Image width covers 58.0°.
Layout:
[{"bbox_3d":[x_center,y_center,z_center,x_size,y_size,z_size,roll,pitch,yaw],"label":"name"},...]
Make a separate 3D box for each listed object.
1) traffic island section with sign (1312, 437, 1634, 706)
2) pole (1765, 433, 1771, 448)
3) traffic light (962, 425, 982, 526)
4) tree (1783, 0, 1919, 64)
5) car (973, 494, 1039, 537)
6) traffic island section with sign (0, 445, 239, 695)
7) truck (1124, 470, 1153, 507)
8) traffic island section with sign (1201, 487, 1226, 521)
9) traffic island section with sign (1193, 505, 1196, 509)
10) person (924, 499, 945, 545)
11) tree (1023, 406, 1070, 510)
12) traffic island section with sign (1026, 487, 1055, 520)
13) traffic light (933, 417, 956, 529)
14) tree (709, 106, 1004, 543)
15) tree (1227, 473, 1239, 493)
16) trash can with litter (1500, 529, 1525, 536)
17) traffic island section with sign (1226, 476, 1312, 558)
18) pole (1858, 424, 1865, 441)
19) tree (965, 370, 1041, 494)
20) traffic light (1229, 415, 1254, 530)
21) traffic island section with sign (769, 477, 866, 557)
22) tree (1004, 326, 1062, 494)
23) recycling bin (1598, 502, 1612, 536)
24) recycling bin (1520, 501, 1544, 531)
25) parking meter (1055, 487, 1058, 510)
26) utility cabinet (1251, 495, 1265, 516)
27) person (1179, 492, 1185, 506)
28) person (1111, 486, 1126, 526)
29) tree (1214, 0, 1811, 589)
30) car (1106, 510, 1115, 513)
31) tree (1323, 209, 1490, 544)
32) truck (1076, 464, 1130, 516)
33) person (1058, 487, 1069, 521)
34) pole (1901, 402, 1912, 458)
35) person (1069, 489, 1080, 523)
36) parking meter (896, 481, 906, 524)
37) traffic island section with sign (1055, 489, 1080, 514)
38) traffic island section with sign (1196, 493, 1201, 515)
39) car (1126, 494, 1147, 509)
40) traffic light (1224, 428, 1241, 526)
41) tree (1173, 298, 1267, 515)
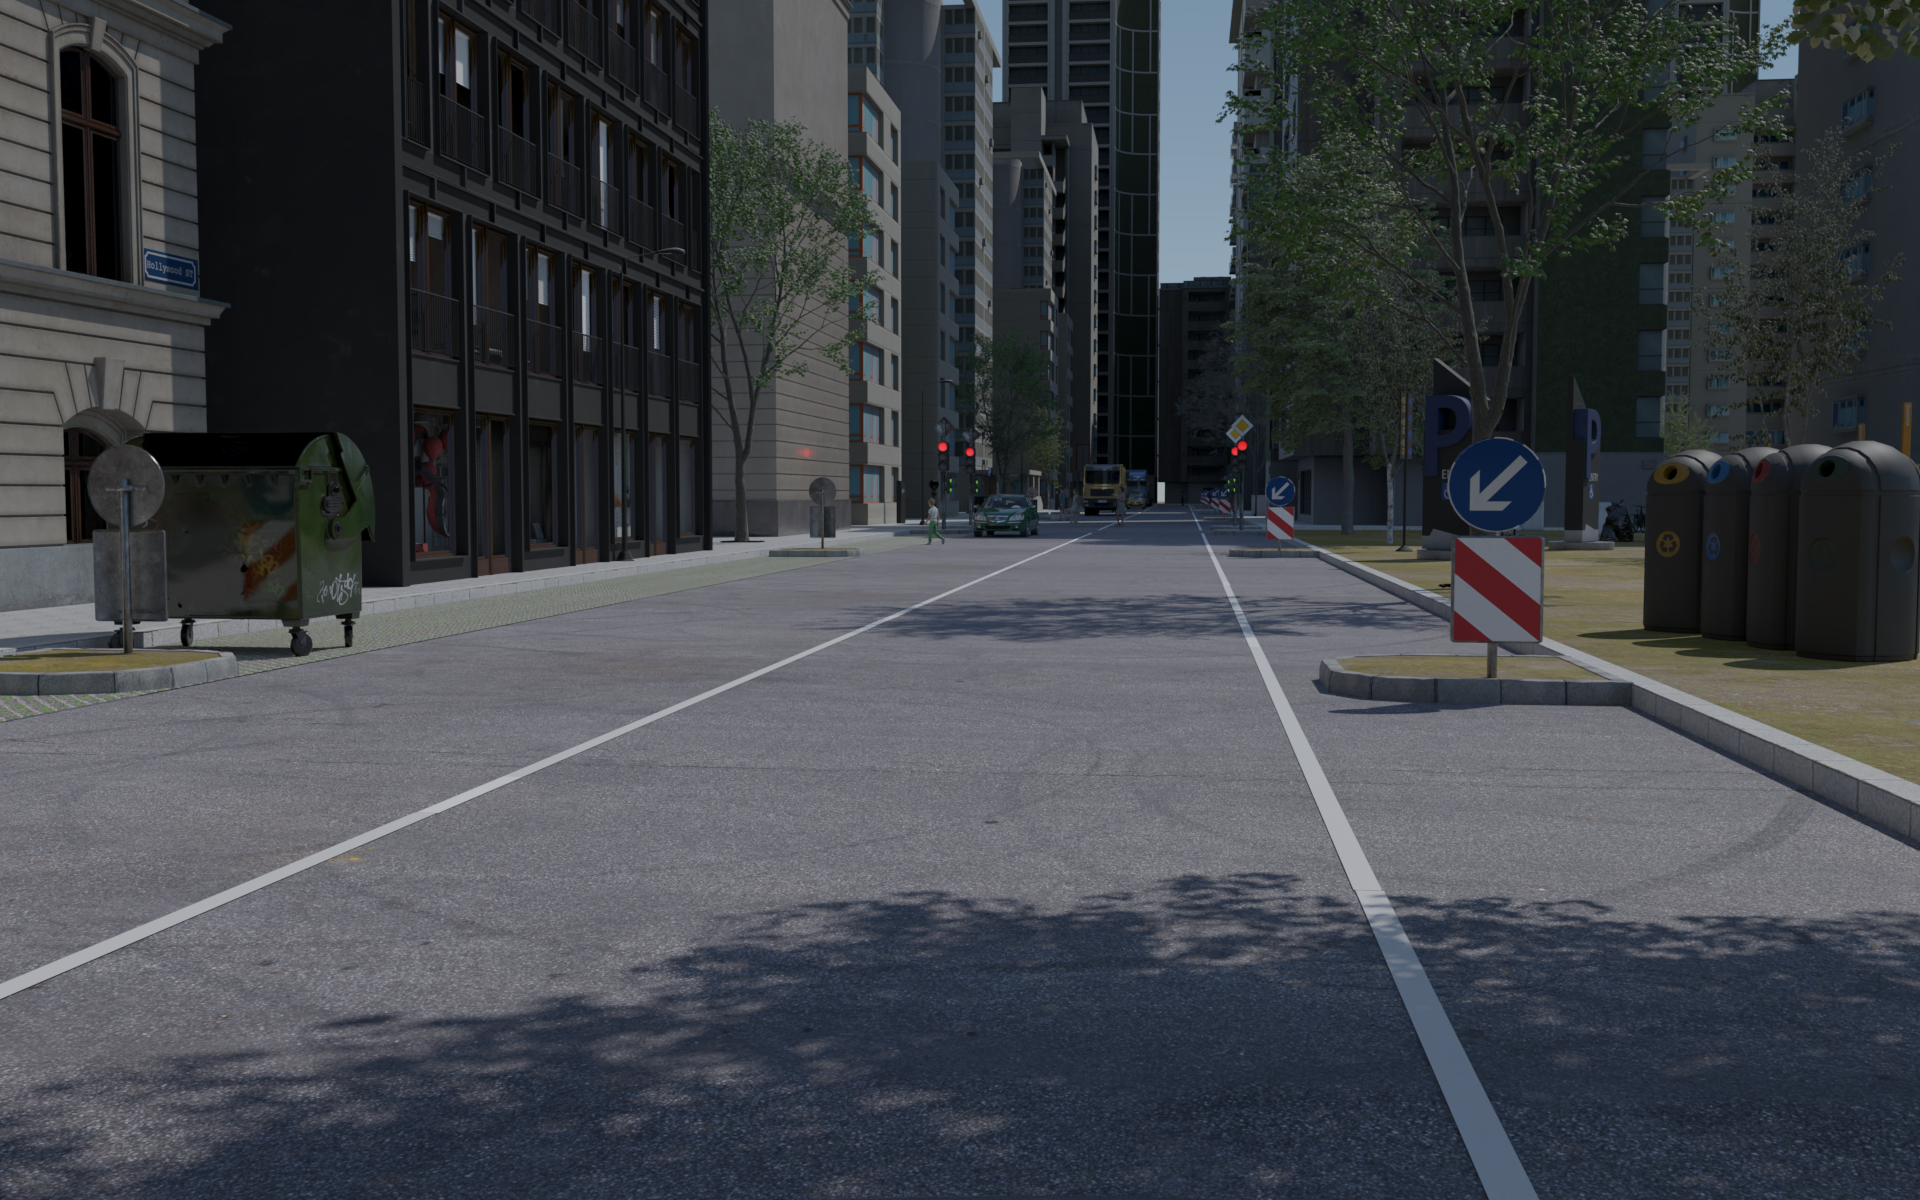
[{"bbox_3d":[3.707,-0.254,12.777,1.989,1.847,2.006,0,4,7],"label":"traffic island section with sign"},{"bbox_3d":[27.190,-3.946,58.362,0.158,3.312,0.155,0,3,0],"label":"pole"},{"bbox_3d":[0.458,-4.994,70.580,0.839,4.253,0.868,0,4,7],"label":"traffic light"},{"bbox_3d":[5.123,-5.310,4.950,7.486,12.596,7.792,0,3,0],"label":"tree"},{"bbox_3d":[1.611,-2.897,59.164,2.131,1.459,4.920,1,4,9],"label":"car"},{"bbox_3d":[-6.704,-0.281,13.215,1.989,1.847,2.006,0,4,7],"label":"traffic island section with sign"},{"bbox_3d":[20.507,-12.749,198.211,2.967,4.110,18.799,1,4,9],"label":"truck"},{"bbox_3d":[14.268,-5.237,94.247,1.989,1.847,2.006,0,4,7],"label":"traffic island section with sign"},{"bbox_3d":[24.096,-9.886,170.262,1.989,1.847,2.006,0,4,7],"label":"traffic island section with sign"},{"bbox_3d":[-0.720,-2.201,48.733,0.590,1.304,0.306,1,4,20],"label":"person"},{"bbox_3d":[7.177,-11.739,142.287,4.737,8.622,4.395,0,3,0],"label":"tree"},{"bbox_3d":[4.033,-5.346,96.034,1.989,1.847,2.006,0,4,7],"label":"traffic island section with sign"},{"bbox_3d":[-0.567,-4.510,62.661,0.839,4.253,0.868,0,4,7],"label":"traffic light"},{"bbox_3d":[-5.740,-7.340,45.762,9.928,11.665,9.643,0,3,0],"label":"tree"},{"bbox_3d":[22.991,-9.297,146.609,1.663,3.219,1.824,0,3,0],"label":"tree"},{"bbox_3d":[15.770,-2.438,50.922,2.233,1.210,1.678,-2,4,-29],"label":"trash can with litter"},{"bbox_3d":[7.215,-1.910,39.860,1.989,1.847,2.006,0,4,7],"label":"traffic island section with sign"},{"bbox_3d":[26.058,-3.444,50.146,0.158,3.312,0.155,0,3,0],"label":"pole"},{"bbox_3d":[2.466,-9.289,102.236,4.360,8.622,3.978,0,3,0],"label":"tree"},{"bbox_3d":[9.959,-4.428,61.320,0.839,4.253,0.868,0,4,7],"label":"traffic light"},{"bbox_3d":[-3.224,-1.919,40.002,1.989,1.847,2.006,0,4,7],"label":"traffic island section with sign"},{"bbox_3d":[2.634,-11.187,108.664,9.928,11.665,9.643,0,3,0],"label":"tree"},{"bbox_3d":[19.756,-2.527,53.871,0.722,1.027,0.722,-2,4,-24],"label":"recycling bin"},{"bbox_3d":[20.006,-2.936,60.558,0.722,1.027,0.722,1,4,14],"label":"recycling bin"},{"bbox_3d":[7.763,-8.167,139.243,0.255,1.863,0.399,0,4,1],"label":"parking meter"},{"bbox_3d":[17.518,-5.512,101.279,0.306,1.237,1.020,-3,5,-40],"label":"utility cabinet"},{"bbox_3d":[26.277,-11.974,204.958,0.721,1.739,1.217,-1,4,-22],"label":"person"},{"bbox_3d":[7.016,-4.163,76.916,0.532,1.782,0.716,-2,4,-31],"label":"person"},{"bbox_3d":[7.246,-5.976,23.462,9.928,11.665,9.643,0,3,0],"label":"tree"},{"bbox_3d":[10.990,-7.391,132.643,2.131,1.459,4.920,0,4,7],"label":"car"},{"bbox_3d":[11.092,-5.733,44.093,4.360,8.622,3.978,0,3,0],"label":"tree"},{"bbox_3d":[9.663,-7.300,115.281,3.469,3.379,9.791,0,4,7],"label":"truck"},{"bbox_3d":[5.410,-5.040,90.927,0.654,1.822,0.581,1,4,16],"label":"person"},{"bbox_3d":[21.087,-2.741,38.652,0.158,3.312,0.155,0,3,0],"label":"pole"},{"bbox_3d":[5.795,-4.728,86.800,0.522,1.701,0.512,2,4,27],"label":"person"},{"bbox_3d":[-2.565,-4.257,75.319,0.255,1.863,0.399,2,4,35],"label":"parking meter"},{"bbox_3d":[7.494,-6.981,122.767,1.989,1.847,2.006,0,4,7],"label":"traffic island section with sign"},{"bbox_3d":[17.735,-6.882,121.148,1.989,1.847,2.006,0,4,7],"label":"traffic island section with sign"},{"bbox_3d":[16.772,-9.455,164.816,2.015,1.641,3.980,0,4,8],"label":"car"},{"bbox_3d":[10.984,-4.912,69.239,0.839,4.253,0.868,0,4,7],"label":"traffic light"},{"bbox_3d":[18.057,-11.910,105.091,12.009,13.543,11.850,0,3,0],"label":"tree"}]
